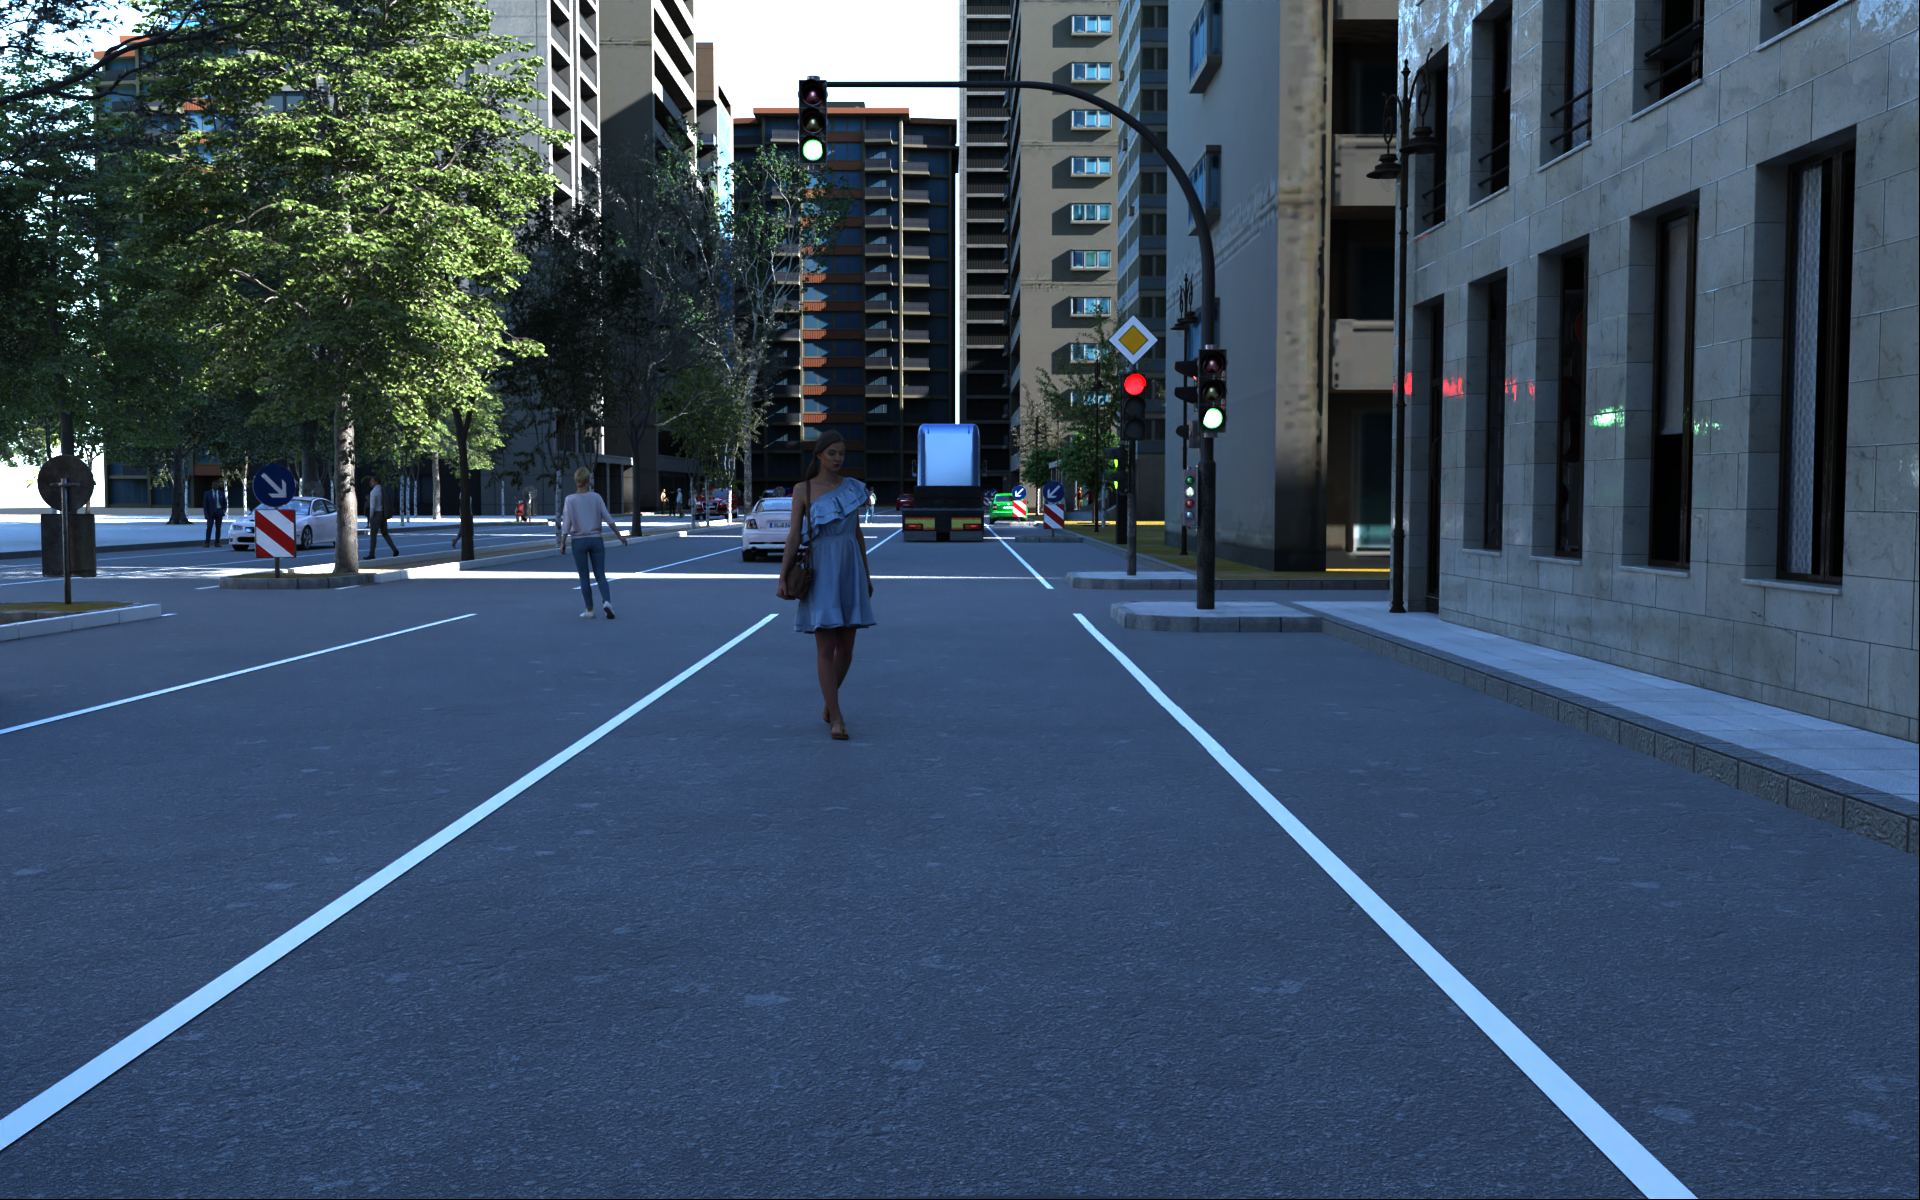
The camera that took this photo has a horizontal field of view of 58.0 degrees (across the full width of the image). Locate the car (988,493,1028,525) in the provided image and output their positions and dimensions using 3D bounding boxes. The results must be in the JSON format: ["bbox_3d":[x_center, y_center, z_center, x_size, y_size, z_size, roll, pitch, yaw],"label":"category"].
[{"bbox_3d":[2.296,-4.511,82.557,1.959,1.807,4.718,0,4,1],"label":"car"}]

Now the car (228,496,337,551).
[{"bbox_3d":[-17.529,-2.026,45.489,2.083,1.381,4.827,0,4,-1],"label":"car"}]

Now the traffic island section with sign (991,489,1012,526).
[{"bbox_3d":[2.564,-4.300,78.925,1.989,1.847,2.006,0,4,0],"label":"traffic island section with sign"}]

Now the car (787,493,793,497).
[{"bbox_3d":[-8.285,-4.993,90.677,2.155,1.783,4.494,0,4,1],"label":"car"}]

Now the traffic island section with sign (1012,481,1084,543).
[{"bbox_3d":[2.658,-2.651,51.970,1.989,1.847,2.006,0,4,0],"label":"traffic island section with sign"}]

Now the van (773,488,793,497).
[{"bbox_3d":[-17.421,-10.102,169.554,2.240,2.365,5.245,0,4,-1],"label":"van"}]

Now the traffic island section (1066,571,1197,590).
[{"bbox_3d":[2.733,-0.311,27.371,2.009,0.180,2.903,0,4,0],"label":"traffic island section"}]

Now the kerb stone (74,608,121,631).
[{"bbox_3d":[-9.359,0.217,18.642,0.120,0.150,1.000,0,4,0],"label":"kerb stone"}]

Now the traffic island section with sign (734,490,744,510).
[{"bbox_3d":[-20.041,-9.033,156.324,1.989,1.847,2.006,0,4,0],"label":"traffic island section with sign"}]

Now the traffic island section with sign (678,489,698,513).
[{"bbox_3d":[-19.936,-7.385,129.369,1.989,1.847,2.006,0,4,0],"label":"traffic island section with sign"}]

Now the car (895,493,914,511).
[{"bbox_3d":[-4.685,-8.768,152.403,2.155,1.783,4.494,0,4,0],"label":"car"}]

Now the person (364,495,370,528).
[{"bbox_3d":[-22.280,-3.339,65.309,0.362,1.253,0.373,1,4,12],"label":"person"}]

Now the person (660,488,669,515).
[{"bbox_3d":[-20.313,-6.747,118.831,0.705,1.823,1.348,1,4,8],"label":"person"}]

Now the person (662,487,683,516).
[{"bbox_3d":[-18.941,-6.474,113.975,1.348,1.869,0.705,0,4,-7],"label":"person"}]

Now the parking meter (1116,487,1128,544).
[{"bbox_3d":[4.146,-2.365,44.380,0.255,1.863,0.399,0,4,-4],"label":"parking meter"}]

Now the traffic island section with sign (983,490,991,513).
[{"bbox_3d":[2.293,-9.031,156.279,1.989,1.847,2.006,0,4,0],"label":"traffic island section with sign"}]

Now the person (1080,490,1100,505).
[{"bbox_3d":[8.044,-6.151,106.557,1.348,1.831,0.705,2,4,26],"label":"person"}]

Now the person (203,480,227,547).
[{"bbox_3d":[-20.145,-2.330,46.771,0.721,1.800,0.419,-3,5,-42],"label":"person"}]

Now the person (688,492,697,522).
[{"bbox_3d":[-13.494,-4.695,87.867,0.503,1.515,0.523,2,4,35],"label":"person"}]

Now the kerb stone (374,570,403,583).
[{"bbox_3d":[-9.392,-0.372,28.386,0.120,0.150,1.000,0,4,0],"label":"kerb stone"}]

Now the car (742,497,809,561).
[{"bbox_3d":[-3.736,-1.584,38.256,2.083,1.381,4.827,0,4,-1],"label":"car"}]

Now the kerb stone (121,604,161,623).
[{"bbox_3d":[-9.358,0.155,19.664,0.120,0.150,1.000,0,4,0],"label":"kerb stone"}]

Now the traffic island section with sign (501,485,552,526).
[{"bbox_3d":[-19.765,-4.321,79.271,1.989,1.847,2.006,0,4,0],"label":"traffic island section with sign"}]

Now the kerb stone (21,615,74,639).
[{"bbox_3d":[-9.354,0.281,17.618,0.120,0.150,1.000,0,4,0],"label":"kerb stone"}]

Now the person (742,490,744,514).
[{"bbox_3d":[-15.550,-7.162,125.596,0.705,1.824,1.348,-2,4,-26],"label":"person"}]

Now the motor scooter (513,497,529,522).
[{"bbox_3d":[-20.599,-4.211,81.622,0.815,1.314,1.986,0,4,0],"label":"motor scooter"}]

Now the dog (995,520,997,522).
[{"bbox_3d":[1.570,-4.202,85.538,0.513,0.831,0.800,2,4,34],"label":"dog"}]

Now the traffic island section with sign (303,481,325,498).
[{"bbox_3d":[-19.683,-2.672,52.316,1.989,1.847,2.006,0,4,0],"label":"traffic island section with sign"}]

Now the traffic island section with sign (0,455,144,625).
[{"bbox_3d":[-10.406,-0.700,19.579,2.006,1.907,1.989,0,4,0],"label":"traffic island section with sign"}]

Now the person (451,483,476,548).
[{"bbox_3d":[-13.113,-2.262,45.703,0.641,1.798,0.478,0,4,-4],"label":"person"}]

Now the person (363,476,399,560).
[{"bbox_3d":[-12.628,-1.785,37.783,0.850,1.850,0.679,1,4,16],"label":"person"}]

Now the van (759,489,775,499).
[{"bbox_3d":[-16.705,-8.935,153.093,2.013,2.044,4.112,0,4,-1],"label":"van"}]

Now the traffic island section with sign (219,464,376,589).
[{"bbox_3d":[-10.422,-1.153,26.987,2.006,1.907,1.989,0,4,0],"label":"traffic island section with sign"}]

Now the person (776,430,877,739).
[{"bbox_3d":[-0.811,-0.109,10.385,0.616,1.811,0.778,-1,4,-15],"label":"person"}]

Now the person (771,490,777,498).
[{"bbox_3d":[-13.282,-6.976,123.292,0.721,1.736,1.217,1,4,20],"label":"person"}]

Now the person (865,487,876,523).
[{"bbox_3d":[-4.367,-4.624,84.452,0.623,1.781,0.721,0,4,5],"label":"person"}]

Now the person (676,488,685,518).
[{"bbox_3d":[-16.546,-5.720,102.502,0.515,1.767,0.782,0,4,-7],"label":"person"}]

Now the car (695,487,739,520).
[{"bbox_3d":[-13.665,-5.418,97.251,2.281,1.827,5.304,0,3,0],"label":"car"}]

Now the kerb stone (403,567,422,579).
[{"bbox_3d":[-9.395,-0.441,29.412,0.120,0.150,1.000,0,4,0],"label":"kerb stone"}]

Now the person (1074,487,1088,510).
[{"bbox_3d":[7.808,-6.443,111.906,1.217,1.766,0.721,-3,5,-43],"label":"person"}]

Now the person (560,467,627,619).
[{"bbox_3d":[-4.166,-0.657,19.920,0.731,1.740,0.598,-3,4,-37],"label":"person"}]

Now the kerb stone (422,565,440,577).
[{"bbox_3d":[-9.393,-0.501,30.446,0.120,0.150,1.000,0,4,0],"label":"kerb stone"}]

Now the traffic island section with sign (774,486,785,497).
[{"bbox_3d":[-10.691,-5.749,102.125,2.006,1.907,1.989,0,4,0],"label":"traffic island section with sign"}]

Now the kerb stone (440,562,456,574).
[{"bbox_3d":[-9.403,-0.567,31.474,0.120,0.150,1.000,0,4,0],"label":"kerb stone"}]

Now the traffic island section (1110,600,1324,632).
[{"bbox_3d":[2.760,0.177,19.386,2.009,0.180,2.903,0,4,0],"label":"traffic island section"}]

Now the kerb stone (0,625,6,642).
[{"bbox_3d":[-9.353,0.346,16.593,0.120,0.150,1.000,0,4,0],"label":"kerb stone"}]
